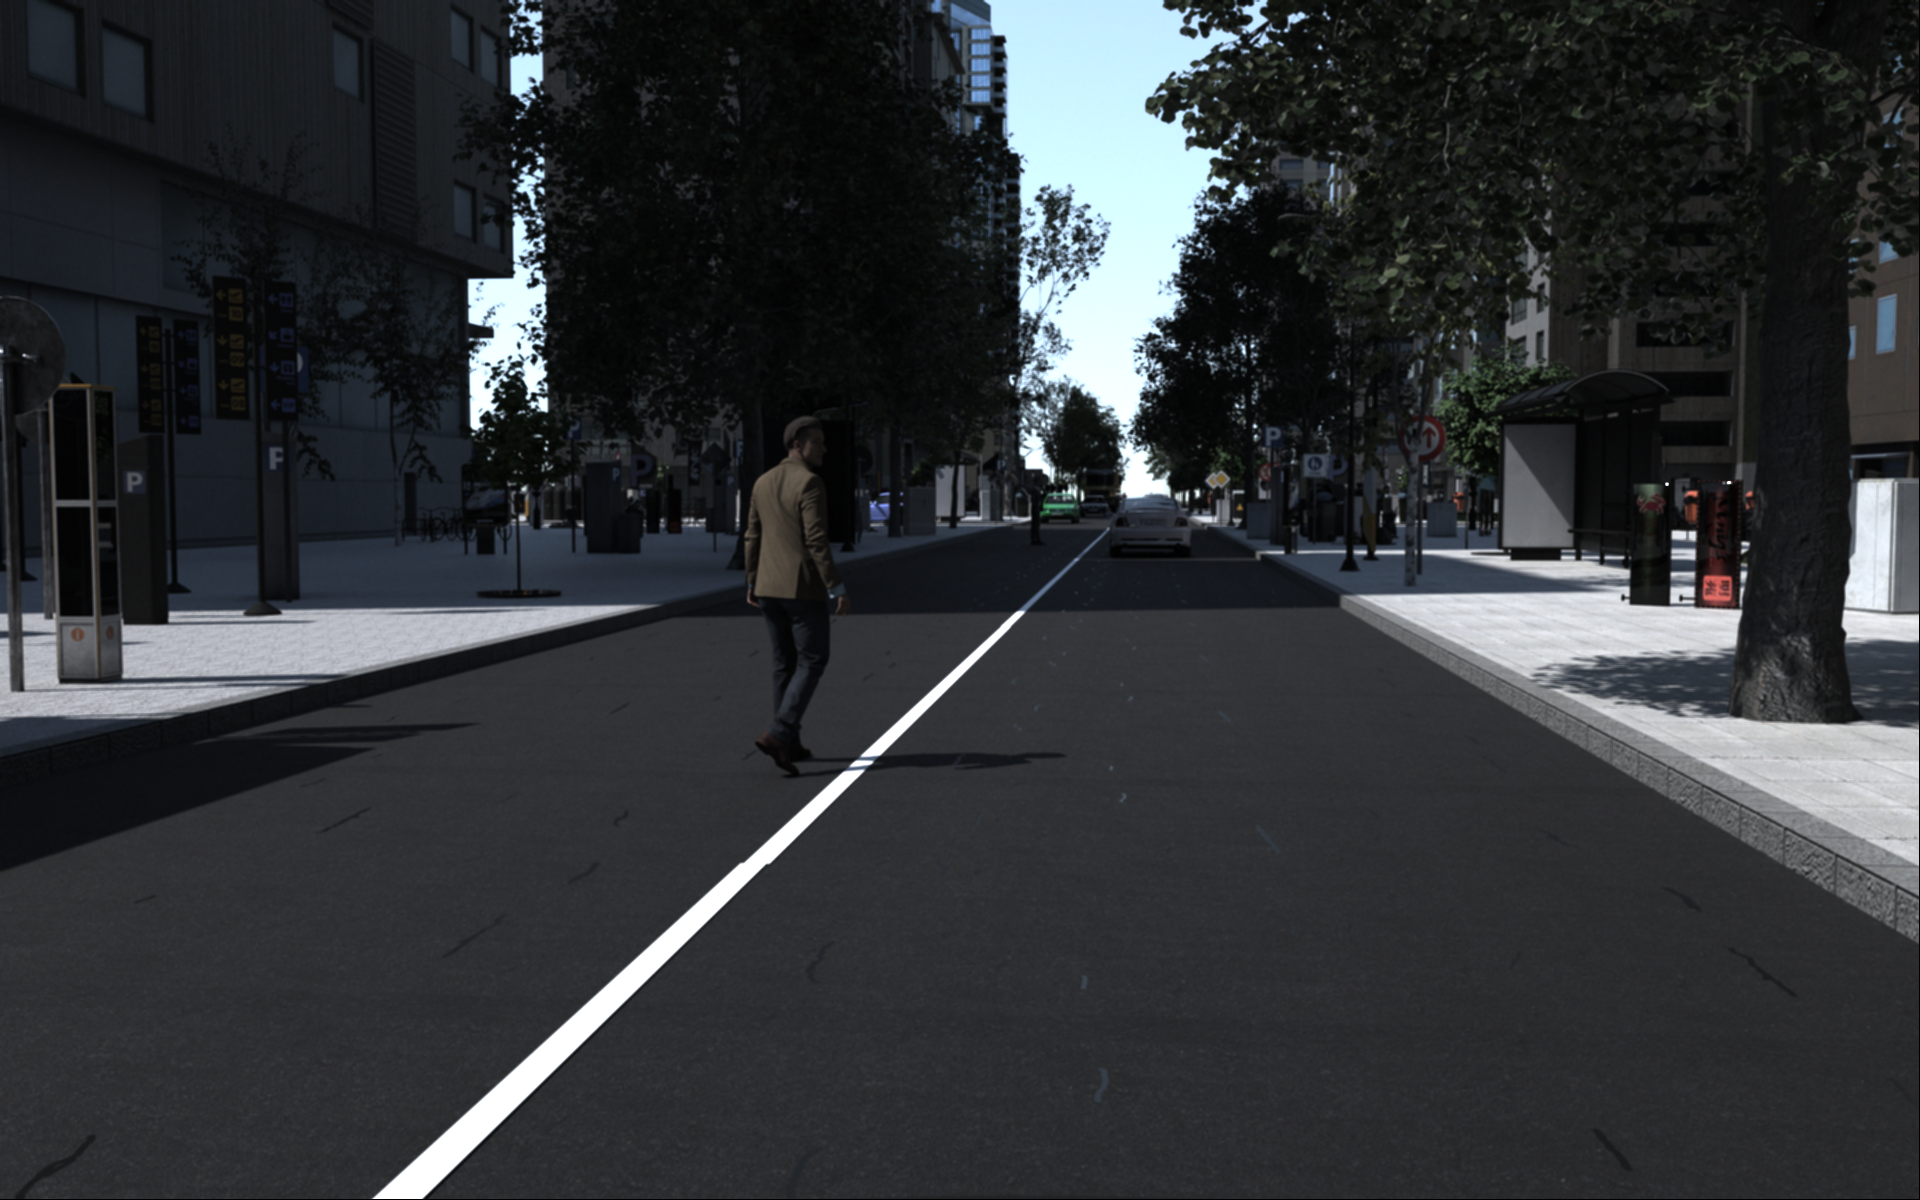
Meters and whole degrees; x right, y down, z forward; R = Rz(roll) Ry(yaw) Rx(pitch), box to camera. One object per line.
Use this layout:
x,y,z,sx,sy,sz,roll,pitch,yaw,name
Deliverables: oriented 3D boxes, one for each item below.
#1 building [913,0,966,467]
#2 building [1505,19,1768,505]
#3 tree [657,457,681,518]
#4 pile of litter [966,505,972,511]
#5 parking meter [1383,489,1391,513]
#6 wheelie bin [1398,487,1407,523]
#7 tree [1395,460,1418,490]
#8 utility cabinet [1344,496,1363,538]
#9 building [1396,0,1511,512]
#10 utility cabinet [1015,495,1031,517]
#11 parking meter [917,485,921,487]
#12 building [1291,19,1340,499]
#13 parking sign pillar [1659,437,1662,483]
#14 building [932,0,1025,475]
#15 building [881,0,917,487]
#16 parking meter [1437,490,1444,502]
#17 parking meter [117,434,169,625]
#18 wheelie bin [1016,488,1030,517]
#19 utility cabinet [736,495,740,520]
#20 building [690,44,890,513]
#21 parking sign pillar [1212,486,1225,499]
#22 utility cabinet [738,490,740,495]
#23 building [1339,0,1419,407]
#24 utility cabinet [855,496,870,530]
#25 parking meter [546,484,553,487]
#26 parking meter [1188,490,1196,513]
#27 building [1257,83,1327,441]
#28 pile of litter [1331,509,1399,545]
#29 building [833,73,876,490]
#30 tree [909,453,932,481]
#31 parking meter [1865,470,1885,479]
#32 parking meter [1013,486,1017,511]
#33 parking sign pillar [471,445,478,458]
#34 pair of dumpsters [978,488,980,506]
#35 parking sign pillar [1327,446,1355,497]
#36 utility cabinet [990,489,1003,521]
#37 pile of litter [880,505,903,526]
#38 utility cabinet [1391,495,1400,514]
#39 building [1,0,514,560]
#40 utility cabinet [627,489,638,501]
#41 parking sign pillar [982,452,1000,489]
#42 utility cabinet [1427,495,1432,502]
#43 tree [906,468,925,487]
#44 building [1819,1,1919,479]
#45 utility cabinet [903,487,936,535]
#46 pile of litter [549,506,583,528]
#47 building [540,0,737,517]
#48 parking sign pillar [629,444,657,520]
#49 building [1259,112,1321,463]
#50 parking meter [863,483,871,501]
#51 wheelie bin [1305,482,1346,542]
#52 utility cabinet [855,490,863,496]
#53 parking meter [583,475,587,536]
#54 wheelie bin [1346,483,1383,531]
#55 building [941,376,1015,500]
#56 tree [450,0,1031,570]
-14.790,-36.834,191.474,28.713,52.752,27.495,0,4,6,building
38.086,-19.696,93.727,14.107,30.474,14.160,0,4,6,building
-15.896,-5.938,91.690,1.663,3.219,1.824,0,3,0,tree
0.147,-7.103,130.097,1.719,0.858,1.176,1,4,9,pile of litter
22.169,-4.988,89.968,0.372,1.533,0.369,0,3,0,parking meter
19.843,-4.228,77.031,0.693,1.594,0.980,2,4,23,wheelie bin
25.054,-6.252,96.820,1.663,3.219,1.824,0,3,0,tree
10.354,-2.083,45.226,0.306,1.237,1.020,3,4,36,utility cabinet
46.365,-31.217,129.998,23.786,49.044,30.456,0,4,6,building
3.659,-5.338,98.444,1.020,1.237,0.306,1,4,21,utility cabinet
-2.788,-6.781,116.585,0.255,1.863,0.399,0,4,8,parking meter
50.219,-53.968,195.055,22.319,86.520,31.000,0,4,6,building
32.513,-5.707,81.785,1.447,3.967,1.447,-2,4,-29,parking sign pillar
0.436,-60.215,297.179,22.319,86.520,31.000,0,4,6,building
-13.063,-44.525,166.232,20.563,71.187,20.611,0,4,6,building
27.560,-5.560,99.322,0.372,1.533,0.369,0,3,0,parking meter
-8.046,-0.692,17.028,0.399,1.863,0.255,0,4,5,parking meter
3.450,-5.348,95.345,0.693,1.594,0.980,1,4,14,wheelie bin
-10.838,-4.640,87.021,0.306,1.237,1.020,-3,5,-40,utility cabinet
-13.790,-28.305,146.378,14.154,41.232,14.086,0,4,6,building
18.454,-8.190,122.376,1.447,3.967,1.447,1,4,16,parking sign pillar
-11.373,-5.089,91.877,0.318,1.500,1.173,-2,4,-32,utility cabinet
46.971,-38.169,166.057,21.231,58.520,28.212,0,4,6,building
-3.719,-3.096,61.786,1.020,1.237,0.306,0,4,5,utility cabinet
-28.297,-6.957,119.454,0.255,1.863,0.399,1,4,11,parking meter
15.806,-6.735,118.531,0.372,1.533,0.369,0,3,0,parking meter
60.076,-52.569,297.760,20.563,71.187,20.611,0,4,6,building
10.246,-1.835,43.969,1.719,0.858,1.176,0,4,8,pile of litter
-14.017,-28.987,124.050,14.600,45.320,14.200,0,4,6,building
-2.291,-9.401,137.413,4.285,4.588,4.351,0,3,0,tree
22.014,-2.201,41.704,0.255,1.863,0.399,-2,4,-24,parking meter
3.677,-6.504,112.047,0.399,1.863,0.255,3,5,43,parking meter
-19.070,-4.808,67.076,1.447,3.967,1.447,2,4,27,parking sign pillar
2.101,-7.329,122.320,1.574,2.255,4.437,0,4,6,pair of dumpsters
18.703,-5.908,85.062,1.447,3.967,1.447,3,5,41,parking sign pillar
1.764,-4.560,83.243,0.318,1.500,1.173,1,4,18,utility cabinet
-2.662,-3.456,70.471,1.176,0.858,1.719,3,5,43,pile of litter
27.318,-5.896,107.561,1.020,1.237,0.306,0,4,7,utility cabinet
-29.558,-27.953,46.274,27.495,52.752,28.713,0,4,6,building
-29.153,-8.860,153.544,1.173,1.500,0.318,0,4,1,utility cabinet
2.017,-7.572,112.275,1.447,3.967,1.447,2,4,29,parking sign pillar
26.656,-5.324,98.203,0.306,1.237,1.020,1,4,19,utility cabinet
-3.366,-8.174,128.248,1.663,3.219,1.824,0,3,0,tree
32.411,-24.215,46.034,14.600,45.320,14.200,0,4,6,building
-1.248,-2.751,53.658,0.318,1.500,1.173,3,5,44,utility cabinet
-14.898,-3.148,65.429,1.176,0.858,1.719,-2,4,-25,pile of litter
-15.575,-25.597,102.113,14.154,41.232,14.086,0,4,6,building
-15.648,-5.941,85.614,1.447,3.967,1.447,0,4,3,parking sign pillar
57.962,-44.728,273.298,21.231,58.520,28.212,0,4,6,building
-4.853,-5.192,90.595,0.399,1.863,0.255,1,4,8,parking meter
9.697,-2.359,46.476,0.693,1.594,0.980,-2,4,-25,wheelie bin
-5.482,-4.797,87.112,1.173,1.500,0.318,-1,4,-12,utility cabinet
-11.343,-2.905,53.213,0.255,1.863,0.399,3,5,43,parking meter
11.169,-2.429,47.617,0.693,1.594,0.980,-3,4,-36,wheelie bin
-6.240,-25.972,269.677,27.650,21.520,28.899,0,4,6,building
-3.600,-6.875,29.408,9.611,12.733,9.660,0,3,0,tree
